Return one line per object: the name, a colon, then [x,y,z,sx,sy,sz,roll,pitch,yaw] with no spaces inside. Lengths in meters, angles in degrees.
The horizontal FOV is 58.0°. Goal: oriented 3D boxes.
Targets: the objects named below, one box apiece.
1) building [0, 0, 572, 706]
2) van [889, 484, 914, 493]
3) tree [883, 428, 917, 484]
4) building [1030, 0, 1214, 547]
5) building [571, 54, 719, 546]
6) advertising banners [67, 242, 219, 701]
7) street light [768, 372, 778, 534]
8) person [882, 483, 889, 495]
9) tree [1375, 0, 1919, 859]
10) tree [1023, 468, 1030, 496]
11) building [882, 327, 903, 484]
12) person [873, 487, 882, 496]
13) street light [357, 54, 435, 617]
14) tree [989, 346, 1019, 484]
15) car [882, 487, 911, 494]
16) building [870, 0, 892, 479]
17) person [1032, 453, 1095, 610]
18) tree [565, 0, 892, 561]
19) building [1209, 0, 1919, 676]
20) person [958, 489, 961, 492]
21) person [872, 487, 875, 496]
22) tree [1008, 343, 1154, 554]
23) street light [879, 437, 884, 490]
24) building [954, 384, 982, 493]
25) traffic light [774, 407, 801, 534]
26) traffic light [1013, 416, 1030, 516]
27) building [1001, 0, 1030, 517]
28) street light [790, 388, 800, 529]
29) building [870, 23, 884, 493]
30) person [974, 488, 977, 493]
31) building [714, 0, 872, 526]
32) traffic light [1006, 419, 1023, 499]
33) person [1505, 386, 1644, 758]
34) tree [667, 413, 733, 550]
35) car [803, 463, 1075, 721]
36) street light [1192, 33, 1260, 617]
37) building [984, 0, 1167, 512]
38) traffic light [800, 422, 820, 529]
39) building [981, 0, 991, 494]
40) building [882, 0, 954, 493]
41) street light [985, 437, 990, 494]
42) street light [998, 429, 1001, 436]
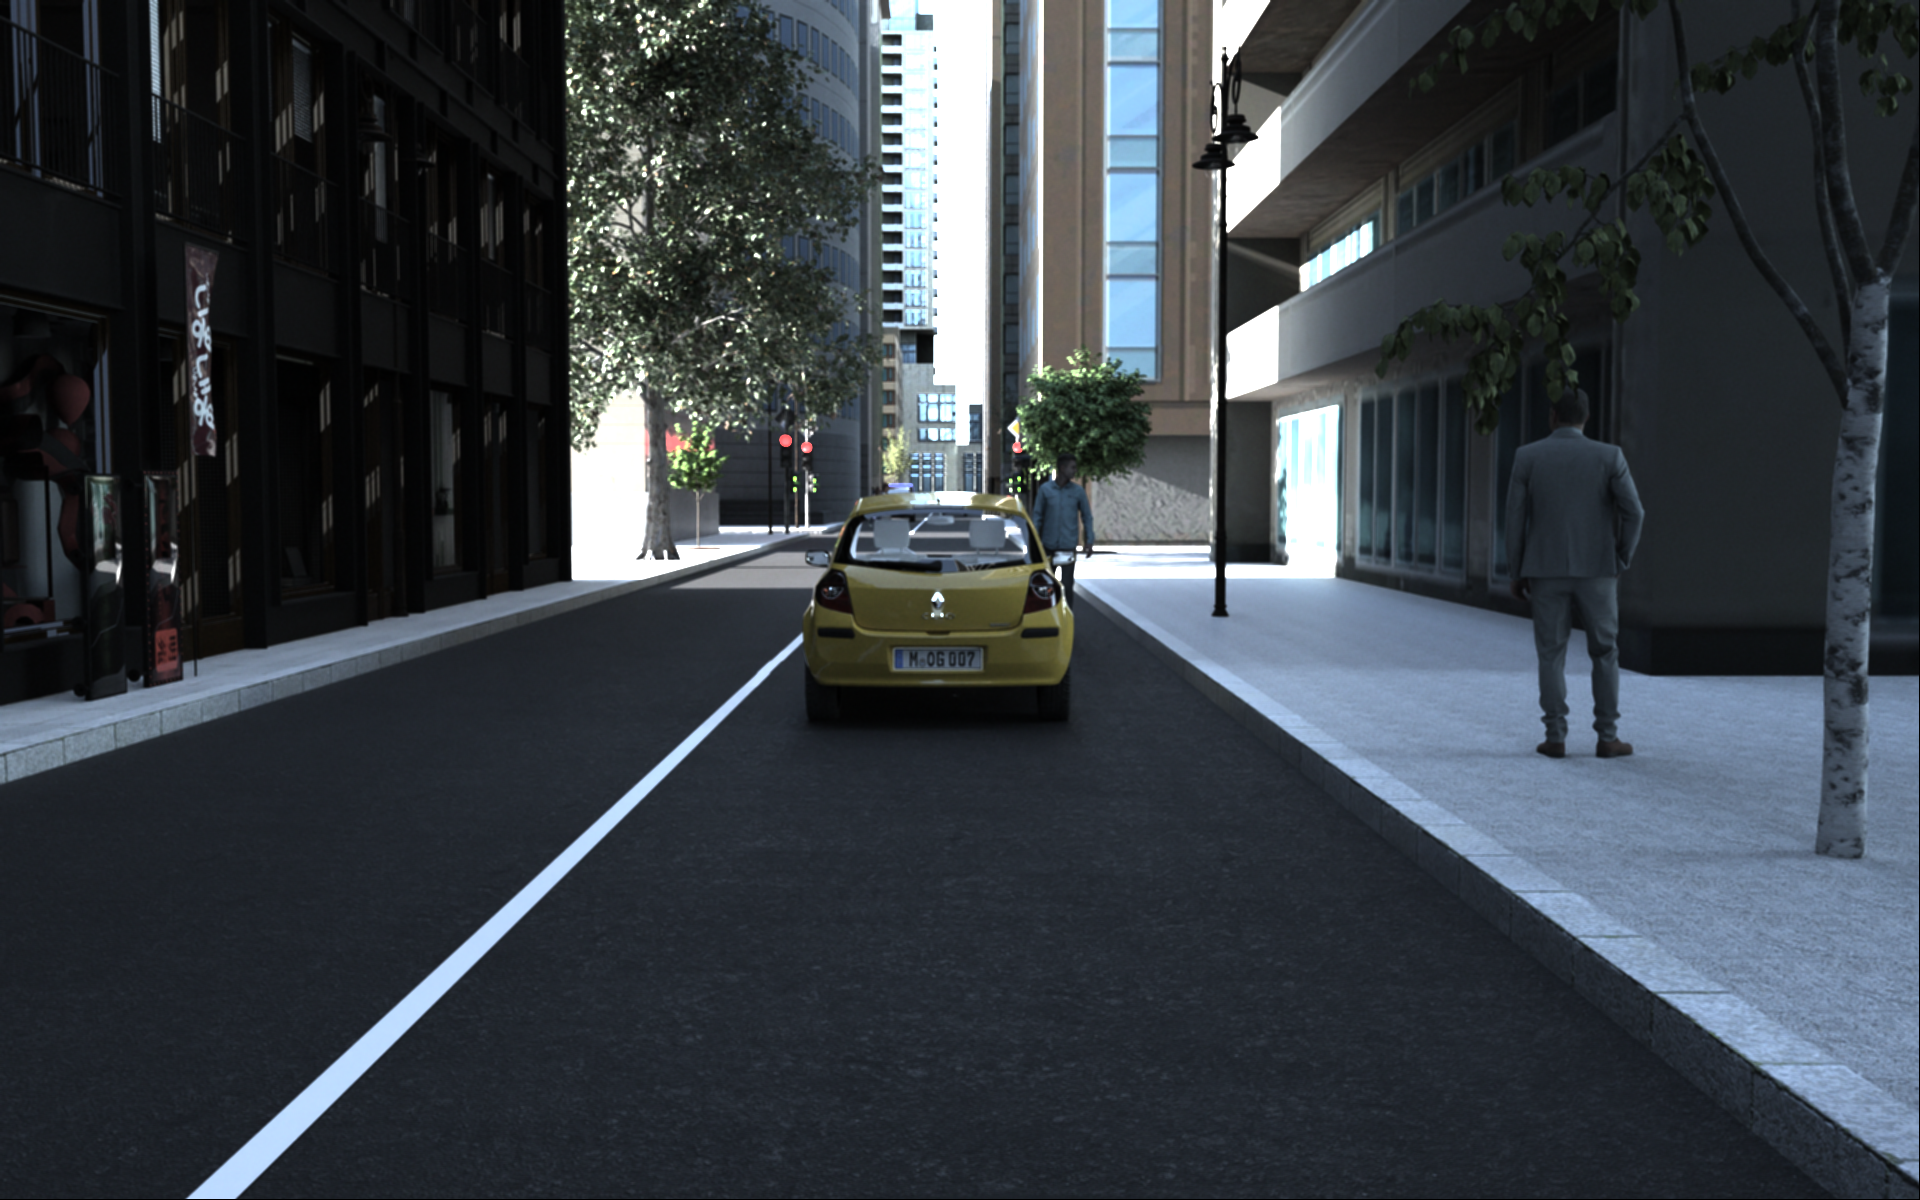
building: [-11.849,-11.457,17.002,12.332,23.373,15.834,0,4,0]
van: [-3.612,-6.010,102.654,2.240,2.365,5.245,0,4,-1]
tree: [-6.693,-14.311,184.344,4.737,8.622,4.395,0,3,0]
building: [8.821,-24.304,47.477,14.600,45.320,14.200,0,4,0]
building: [-18.754,-15.940,48.009,23.554,28.519,14.401,0,4,0]
advertising banners: [-5.380,-0.941,11.575,0.090,3.025,2.074,0,4,1]
street light: [-6.041,-5.029,55.013,0.468,5.910,1.993,0,4,0]
person: [-2.098,-2.574,51.147,0.524,1.755,0.480,1,4,10]
tree: [3.159,-3.411,6.140,4.737,8.622,4.395,0,3,0]
tree: [3.474,-5.704,87.860,1.663,3.219,1.824,0,3,0]
building: [-21.500,-21.791,201.320,28.899,21.520,27.650,0,4,0]
person: [-3.672,-4.063,75.523,0.593,1.750,0.643,-3,5,-40]
street light: [-5.867,-2.763,17.962,0.468,5.910,1.993,0,4,0]
tree: [3.499,-8.029,81.629,4.360,8.622,3.978,0,3,0]
car: [-3.382,-5.083,91.781,2.281,1.827,5.304,0,4,-2]
building: [-21.267,-35.310,166.554,28.713,52.752,27.495,0,4,0]
person: [1.060,-0.561,17.533,0.638,1.841,0.748,1,4,18]
tree: [-5.904,-7.125,33.501,9.611,12.733,9.660,0,3,0]
building: [15.474,-24.315,21.261,21.300,48.544,21.600,0,4,0]
person: [-0.038,-7.597,132.588,0.514,1.842,0.818,1,4,16]
person: [-6.519,-7.505,128.731,0.794,1.824,0.713,-1,4,-12]
tree: [2.753,-3.312,37.871,4.285,4.588,4.351,0,3,0]
street light: [-6.295,-10.092,137.784,0.468,5.910,1.993,0,4,0]
building: [15.065,-56.217,231.813,31.000,86.520,22.319,0,4,0]
traffic light: [-5.527,-4.069,55.456,0.839,4.253,0.868,0,4,0]
traffic light: [2.134,-4.072,55.505,0.839,4.253,0.868,0,4,0]
building: [9.231,-25.165,95.049,14.154,41.232,14.086,0,4,0]
street light: [-6.005,-5.559,63.682,0.468,5.910,1.993,0,4,0]
building: [-13.808,-28.278,145.941,14.154,41.232,14.086,0,4,0]
person: [1.666,-9.941,168.454,0.599,1.838,0.709,0,4,-3]
building: [-15.343,-32.955,80.810,21.231,58.520,28.212,0,4,0]
traffic light: [2.098,-4.561,63.490,0.839,4.253,0.868,0,4,0]
person: [2.997,-0.142,8.472,0.635,1.810,0.391,1,4,13]
tree: [-6.078,-2.786,40.145,1.663,3.219,1.824,0,3,0]
car: [-0.143,-0.132,12.385,2.015,1.641,3.980,0,4,0]
street light: [2.734,-2.767,18.022,0.468,5.910,1.993,0,4,0]
building: [9.430,-30.597,150.380,14.600,45.320,14.200,0,4,0]
traffic light: [-5.563,-4.558,63.441,0.839,4.253,0.868,0,4,0]
building: [12.989,-40.233,199.803,21.231,58.520,28.212,0,4,0]
building: [-15.933,-56.179,231.193,31.000,86.520,22.319,0,4,0]
street light: [2.206,-10.079,137.577,0.468,5.910,1.993,0,4,0]
street light: [2.407,-7.791,100.175,0.468,5.910,1.993,0,4,0]
